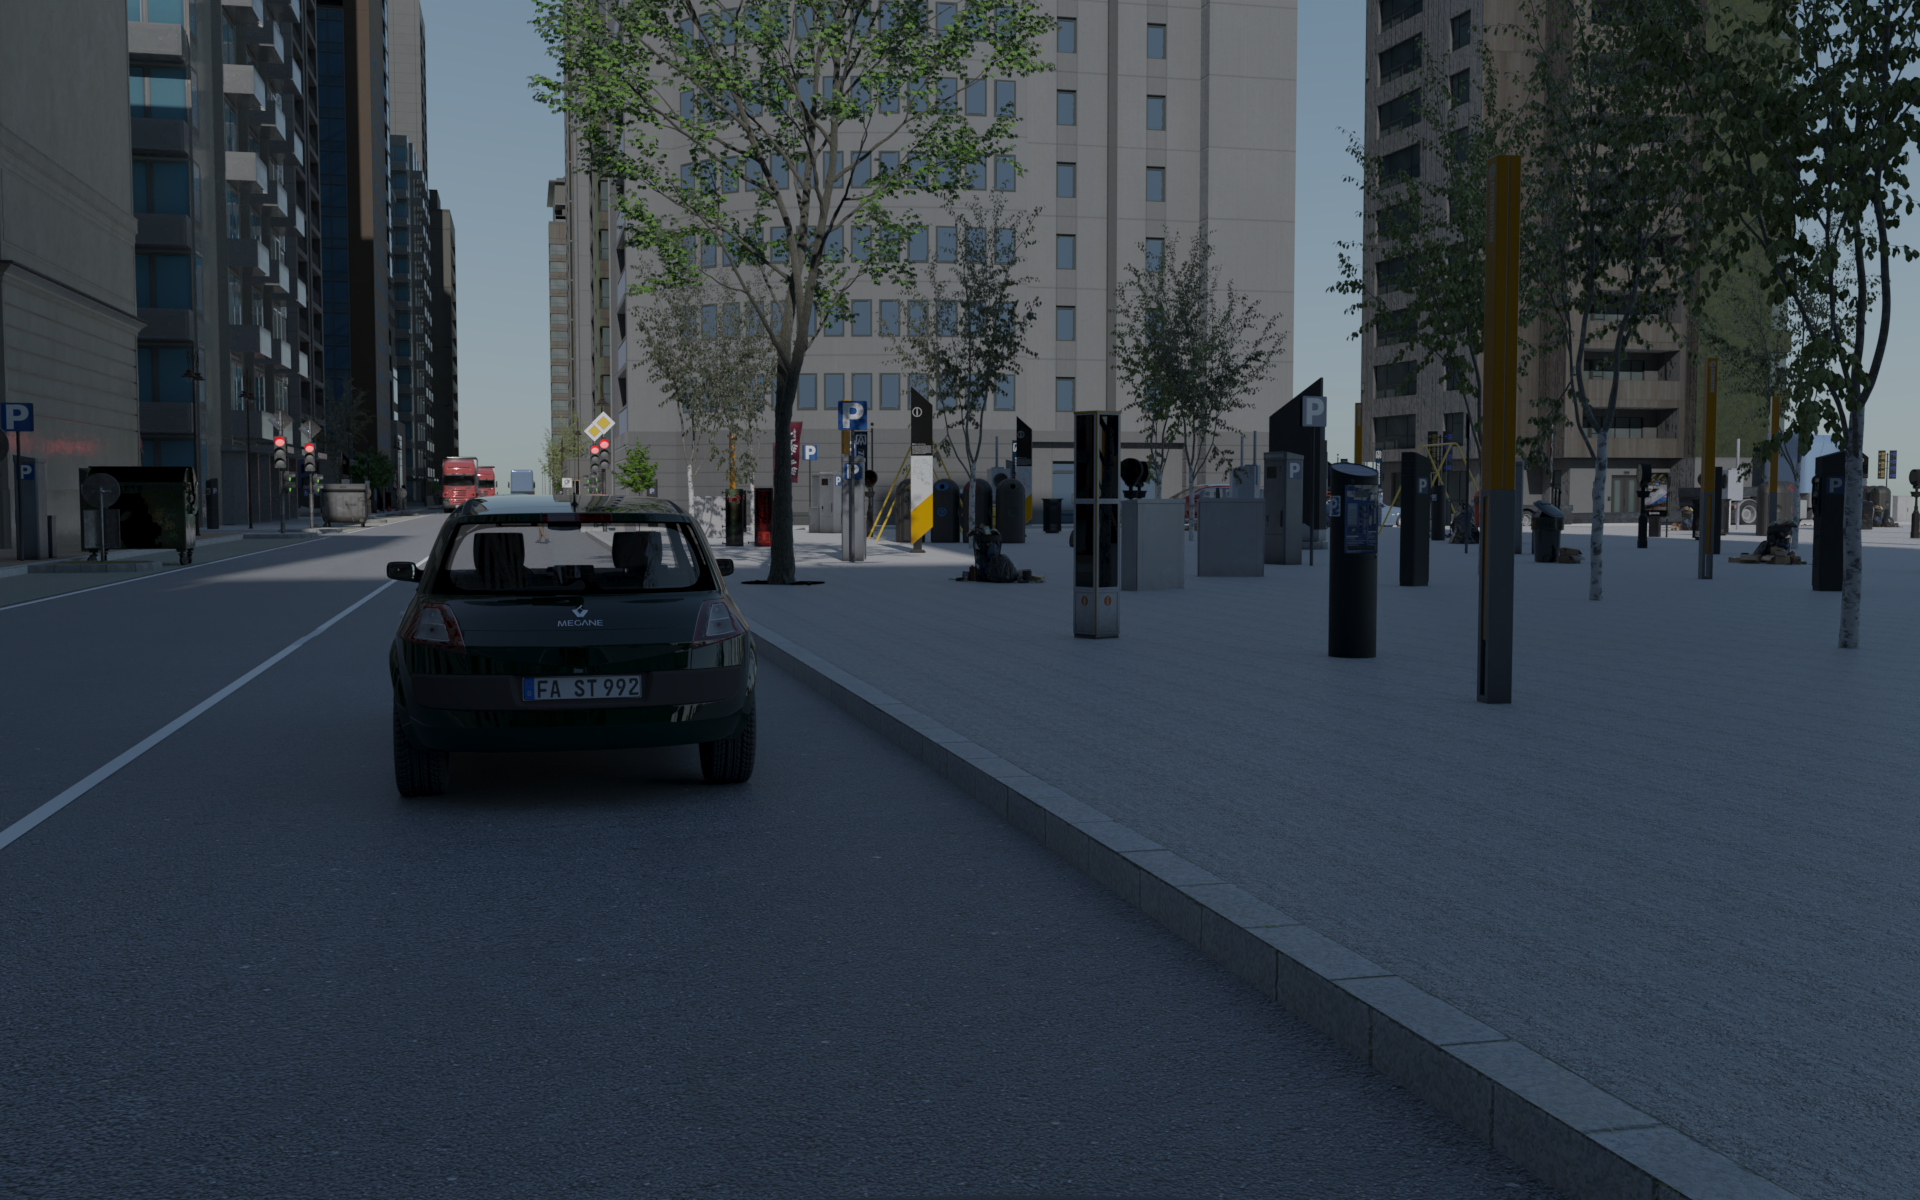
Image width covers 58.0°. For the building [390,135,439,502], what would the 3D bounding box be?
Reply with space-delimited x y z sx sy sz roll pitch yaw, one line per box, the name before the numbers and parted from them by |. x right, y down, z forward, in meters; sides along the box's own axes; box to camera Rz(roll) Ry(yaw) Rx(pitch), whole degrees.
building | -82.060 -37.309 229.607 23.786 49.044 30.456 -1 4 -14

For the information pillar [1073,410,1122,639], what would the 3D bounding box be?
information pillar | 1.218 -0.668 15.412 0.304 2.012 0.304 -3 4 -39

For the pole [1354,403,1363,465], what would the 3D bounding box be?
pole | 8.888 -2.744 38.704 0.158 3.312 0.155 0 3 0

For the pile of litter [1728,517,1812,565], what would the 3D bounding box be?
pile of litter | 14.958 -1.101 31.966 1.176 0.858 1.719 0 4 -4

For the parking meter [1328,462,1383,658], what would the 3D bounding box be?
parking meter | 3.100 -0.320 13.647 0.372 1.533 0.369 0 3 0

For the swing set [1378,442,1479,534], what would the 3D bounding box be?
swing set | 14.884 -3.439 53.852 2.862 2.851 3.119 0 4 -4

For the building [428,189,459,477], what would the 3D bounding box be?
building | -91.378 -39.853 275.295 21.300 48.544 21.600 -1 4 -14

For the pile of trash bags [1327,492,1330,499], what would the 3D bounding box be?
pile of trash bags | 32.160 -8.855 154.539 3.447 1.369 1.912 1 4 15

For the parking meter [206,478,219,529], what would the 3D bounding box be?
parking meter | -27.268 -3.513 63.150 0.255 1.863 0.399 1 4 19

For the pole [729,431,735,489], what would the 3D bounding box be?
pole | -7.344 -3.794 55.881 0.158 3.312 0.155 0 3 0

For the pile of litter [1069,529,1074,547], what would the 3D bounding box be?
pile of litter | 3.289 -1.723 42.135 1.176 0.858 1.719 3 5 40

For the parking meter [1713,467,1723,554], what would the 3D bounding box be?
parking meter | 16.080 -1.911 36.949 0.255 1.863 0.399 1 4 13

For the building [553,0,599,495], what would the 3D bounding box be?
building | -47.388 -49.368 245.423 20.563 71.187 20.611 -1 4 -14

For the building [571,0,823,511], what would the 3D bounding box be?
building | -26.374 -38.180 166.245 21.231 58.520 28.212 -1 4 -14

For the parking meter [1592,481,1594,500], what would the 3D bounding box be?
parking meter | 24.585 -3.732 66.722 0.399 1.863 0.255 0 4 -5

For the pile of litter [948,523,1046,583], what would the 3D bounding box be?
pile of litter | 0.551 -0.707 25.530 1.176 0.858 1.719 -2 4 -27

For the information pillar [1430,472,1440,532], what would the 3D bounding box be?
information pillar | 15.912 -3.282 58.153 0.304 2.012 0.304 0 4 5

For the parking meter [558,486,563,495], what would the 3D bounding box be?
parking meter | -30.689 -7.807 133.356 0.399 1.863 0.255 0 4 -4

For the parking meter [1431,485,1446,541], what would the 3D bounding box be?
parking meter | 13.204 -2.408 47.784 0.372 1.533 0.369 0 3 0

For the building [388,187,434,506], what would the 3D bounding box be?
building | -74.541 -30.317 187.565 32.217 40.220 23.993 -1 4 -14

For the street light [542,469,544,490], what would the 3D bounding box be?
street light | -62.043 -17.505 258.988 0.468 5.910 1.993 -1 4 -14

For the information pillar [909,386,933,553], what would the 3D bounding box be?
information pillar | -0.843 -2.831 37.639 0.504 3.616 0.183 0 4 4

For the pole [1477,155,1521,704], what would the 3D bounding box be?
pole | 3.289 -1.023 10.567 0.158 3.312 0.155 0 3 0

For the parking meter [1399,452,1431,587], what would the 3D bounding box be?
parking meter | 6.350 -1.128 24.147 0.399 1.863 0.255 -3 4 -37

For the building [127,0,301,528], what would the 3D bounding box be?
building | -41.338 -27.841 74.801 23.786 49.044 30.456 -1 4 -14

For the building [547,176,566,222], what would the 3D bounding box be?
building | -52.558 -42.506 284.206 28.713 52.752 27.495 -1 4 -14

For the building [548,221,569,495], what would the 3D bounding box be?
building | -54.883 -35.396 262.313 14.154 41.232 14.086 -1 4 -14

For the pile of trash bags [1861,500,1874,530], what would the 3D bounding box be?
pile of trash bags | 31.886 -3.224 62.471 1.912 1.369 3.447 2 4 31

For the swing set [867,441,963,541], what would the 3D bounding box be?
swing set | -1.072 -3.110 48.474 2.862 2.851 3.119 0 4 -7

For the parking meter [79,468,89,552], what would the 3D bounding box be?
parking meter | -19.417 -2.015 38.652 0.399 1.863 0.255 2 4 27

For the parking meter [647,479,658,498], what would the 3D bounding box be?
parking meter | -11.918 -3.753 67.079 0.399 1.863 0.255 0 4 0

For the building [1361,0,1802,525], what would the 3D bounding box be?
building | 28.357 -18.927 81.155 14.107 30.474 14.160 -1 4 -14

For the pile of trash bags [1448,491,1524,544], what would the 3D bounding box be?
pile of trash bags | 13.518 -2.132 44.616 1.912 1.369 3.447 1 4 19

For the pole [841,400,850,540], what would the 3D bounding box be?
pole | -2.472 -2.671 37.520 0.158 3.312 0.155 0 3 0

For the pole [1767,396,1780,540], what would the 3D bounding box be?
pole | 17.028 -2.595 36.268 0.158 3.312 0.155 0 3 0

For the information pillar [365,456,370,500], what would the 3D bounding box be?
information pillar | -36.863 -7.117 107.712 0.183 3.616 0.504 -3 5 -40

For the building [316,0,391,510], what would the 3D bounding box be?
building | -54.370 -30.010 140.777 14.600 45.320 14.200 -1 4 -14

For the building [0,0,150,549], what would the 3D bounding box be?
building | -37.765 -12.852 43.407 30.059 22.955 16.112 -1 4 -14

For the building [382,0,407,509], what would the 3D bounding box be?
building | -63.519 -51.862 160.617 22.319 86.520 31.000 -1 4 -14

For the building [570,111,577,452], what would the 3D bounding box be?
building | -34.447 -32.813 186.598 14.600 45.320 14.200 -1 4 -14

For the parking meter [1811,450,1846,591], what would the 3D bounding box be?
parking meter | 11.494 -1.051 22.895 0.399 1.863 0.255 0 4 6

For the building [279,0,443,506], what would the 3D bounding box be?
building | -86.428 -49.900 254.113 20.563 71.187 20.611 -1 4 -14

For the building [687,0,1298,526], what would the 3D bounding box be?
building | -1.710 -32.924 80.308 28.212 58.520 21.231 -1 4 -14

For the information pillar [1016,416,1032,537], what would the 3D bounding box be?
information pillar | 1.907 -3.696 51.792 0.504 3.616 0.183 1 4 12

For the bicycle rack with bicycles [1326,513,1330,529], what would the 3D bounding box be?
bicycle rack with bicycles | 12.081 -2.973 61.992 2.925 0.926 2.852 -2 4 -24

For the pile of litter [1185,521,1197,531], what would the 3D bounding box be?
pile of litter | 8.276 -2.855 60.639 1.176 0.858 1.719 0 4 7

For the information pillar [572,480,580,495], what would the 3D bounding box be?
information pillar | -20.049 -5.257 90.442 0.304 2.012 0.304 -3 5 -42

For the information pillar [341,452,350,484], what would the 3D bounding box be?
information pillar | -34.387 -6.457 96.923 0.183 3.616 0.504 2 4 32

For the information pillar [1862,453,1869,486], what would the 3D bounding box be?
information pillar | 47.416 -6.094 90.990 0.504 3.616 0.183 1 4 18

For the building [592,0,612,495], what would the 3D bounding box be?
building | -13.692 -20.001 98.715 14.160 30.474 14.107 -1 4 -14

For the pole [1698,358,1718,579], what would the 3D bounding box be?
pole | 11.250 -1.970 26.046 0.158 3.312 0.155 0 3 0
